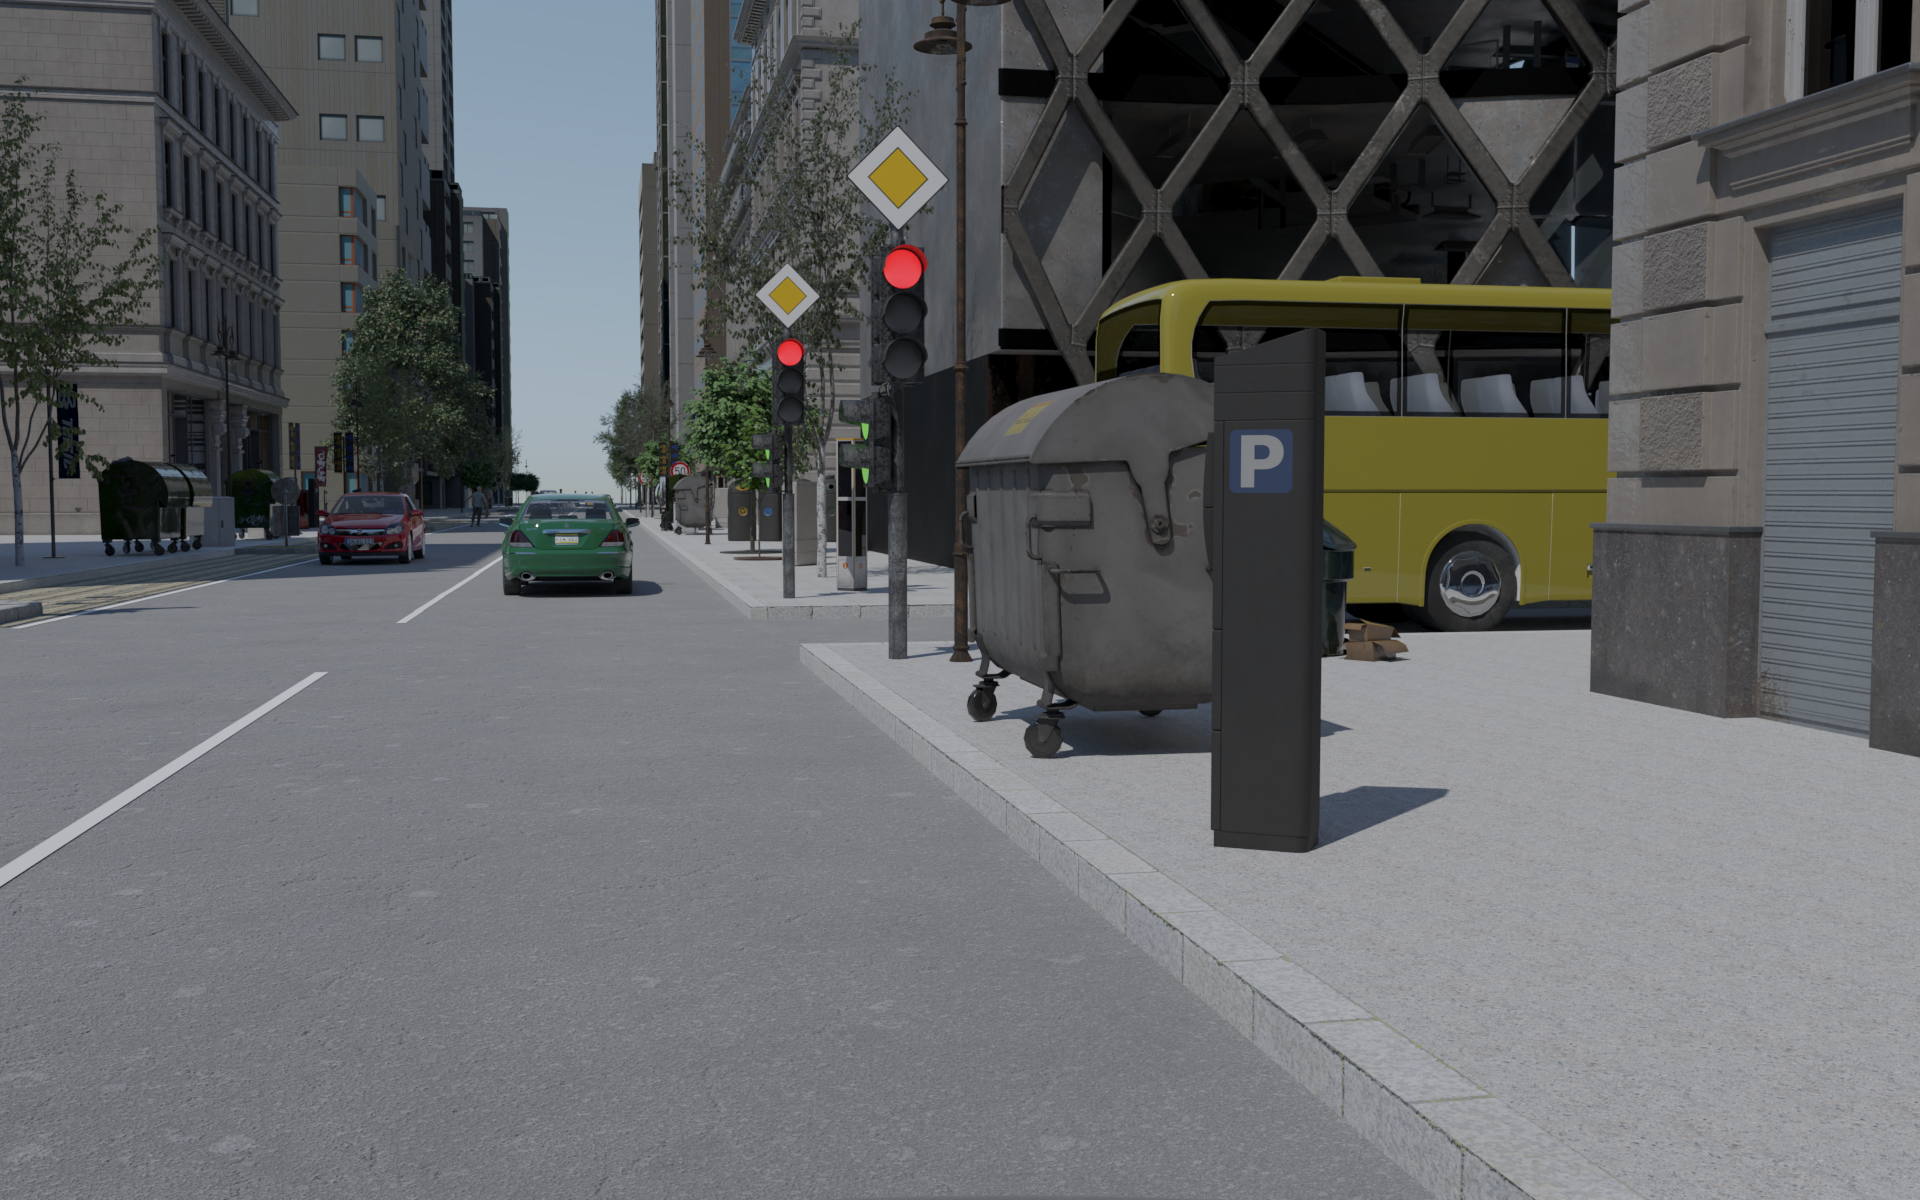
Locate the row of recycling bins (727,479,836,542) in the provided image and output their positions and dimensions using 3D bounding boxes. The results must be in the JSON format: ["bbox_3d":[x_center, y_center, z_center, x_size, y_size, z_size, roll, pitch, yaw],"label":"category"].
[{"bbox_3d":[-4.681,-2.431,46.853,3.534,1.692,1.069,1,4,20],"label":"row of recycling bins"}]

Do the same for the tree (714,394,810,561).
[{"bbox_3d":[-4.035,-2.395,33.757,1.663,3.219,1.824,0,3,0],"label":"tree"}]

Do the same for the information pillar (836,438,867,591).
[{"bbox_3d":[-1.435,-1.130,22.965,0.304,2.012,0.304,2,4,34],"label":"information pillar"}]

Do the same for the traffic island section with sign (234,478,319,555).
[{"bbox_3d":[-16.282,-2.028,41.784,1.989,1.847,2.006,-1,4,-12],"label":"traffic island section with sign"}]

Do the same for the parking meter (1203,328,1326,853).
[{"bbox_3d":[1.103,-0.036,6.301,0.399,1.863,0.255,1,4,23],"label":"parking meter"}]

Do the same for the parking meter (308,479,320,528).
[{"bbox_3d":[-24.585,-3.681,65.901,0.255,1.863,0.399,1,4,11],"label":"parking meter"}]

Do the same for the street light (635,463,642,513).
[{"bbox_3d":[-22.027,-8.964,119.350,0.468,5.910,1.993,-1,4,-12],"label":"street light"}]

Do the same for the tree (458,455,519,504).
[{"bbox_3d":[-38.280,-9.394,137.312,4.285,4.588,4.351,0,3,0],"label":"tree"}]

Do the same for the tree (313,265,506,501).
[{"bbox_3d":[-27.700,-10.401,87.064,9.611,12.733,9.660,0,3,0],"label":"tree"}]

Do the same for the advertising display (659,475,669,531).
[{"bbox_3d":[-10.234,-3.347,59.945,0.123,1.923,0.974,-1,4,-22],"label":"advertising display"}]

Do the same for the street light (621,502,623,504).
[{"bbox_3d":[-38.548,-13.881,199.735,0.468,5.910,1.993,-1,4,-12],"label":"street light"}]

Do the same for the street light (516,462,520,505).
[{"bbox_3d":[-51.391,-13.985,201.442,0.468,5.910,1.993,-1,4,-12],"label":"street light"}]

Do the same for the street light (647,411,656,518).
[{"bbox_3d":[-16.836,-7.446,94.538,0.468,5.910,1.993,-1,4,-12],"label":"street light"}]

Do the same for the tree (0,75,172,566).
[{"bbox_3d":[-16.605,-4.912,30.668,4.737,8.622,4.395,0,3,0],"label":"tree"}]

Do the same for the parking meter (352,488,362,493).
[{"bbox_3d":[-25.090,-3.894,72.075,0.372,1.533,0.369,0,3,0],"label":"parking meter"}]

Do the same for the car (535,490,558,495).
[{"bbox_3d":[-36.931,-8.970,155.334,2.281,1.827,5.304,-1,4,-13],"label":"car"}]

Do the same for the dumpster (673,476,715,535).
[{"bbox_3d":[-8.402,-2.997,54.767,1.264,1.857,1.865,-1,4,-12],"label":"dumpster"}]

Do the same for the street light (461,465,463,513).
[{"bbox_3d":[-34.298,-8.948,119.081,0.468,5.910,1.993,-1,4,-12],"label":"street light"}]

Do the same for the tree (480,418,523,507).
[{"bbox_3d":[-44.789,-13.300,167.819,4.360,8.622,3.978,0,3,0],"label":"tree"}]

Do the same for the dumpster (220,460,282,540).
[{"bbox_3d":[-19.835,-2.827,48.709,1.502,2.255,1.985,-1,4,-12],"label":"dumpster"}]

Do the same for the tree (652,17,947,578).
[{"bbox_3d":[-2.365,-4.650,26.390,4.360,8.622,3.978,0,3,0],"label":"tree"}]

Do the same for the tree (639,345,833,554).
[{"bbox_3d":[-4.483,-3.291,37.514,4.285,4.588,4.351,0,3,0],"label":"tree"}]

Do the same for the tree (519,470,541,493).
[{"bbox_3d":[-56.176,-14.382,218.862,4.285,4.588,4.351,0,3,0],"label":"tree"}]

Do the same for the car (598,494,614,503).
[{"bbox_3d":[-32.296,-8.985,156.694,2.009,1.686,4.222,-1,4,-14],"label":"car"}]

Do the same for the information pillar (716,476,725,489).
[{"bbox_3d":[-9.751,-4.038,70.516,0.304,2.012,0.304,-1,4,-16],"label":"information pillar"}]

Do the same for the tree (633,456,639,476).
[{"bbox_3d":[-15.236,-6.502,90.027,4.285,4.588,4.351,0,3,0],"label":"tree"}]

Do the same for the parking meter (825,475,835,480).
[{"bbox_3d":[-3.986,-2.853,52.356,0.255,1.863,0.399,2,4,35],"label":"parking meter"}]

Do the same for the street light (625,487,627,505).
[{"bbox_3d":[-32.226,-12.011,169.166,0.468,5.910,1.993,-1,4,-12],"label":"street light"}]

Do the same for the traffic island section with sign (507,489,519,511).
[{"bbox_3d":[-37.371,-8.259,143.669,1.989,1.847,2.006,-1,4,-12],"label":"traffic island section with sign"}]

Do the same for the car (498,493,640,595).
[{"bbox_3d":[-5.882,-0.874,26.082,2.131,1.459,4.920,-1,4,-12],"label":"car"}]

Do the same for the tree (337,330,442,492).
[{"bbox_3d":[-26.016,-7.838,78.513,4.737,8.622,4.395,0,3,0],"label":"tree"}]

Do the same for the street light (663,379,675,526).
[{"bbox_3d":[-11.657,-5.916,69.522,0.468,5.910,1.993,-1,4,-12],"label":"street light"}]

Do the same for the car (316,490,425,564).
[{"bbox_3d":[-12.463,-1.698,36.799,2.155,1.783,4.494,-1,4,-11],"label":"car"}]

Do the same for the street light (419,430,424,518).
[{"bbox_3d":[-29.224,-7.414,94.014,0.468,5.910,1.993,-1,4,-12],"label":"street light"}]

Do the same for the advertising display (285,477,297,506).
[{"bbox_3d":[-25.712,-3.754,66.589,0.123,1.923,0.974,0,4,1],"label":"advertising display"}]

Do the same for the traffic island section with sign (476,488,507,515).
[{"bbox_3d":[-31.911,-6.645,117.271,1.989,1.847,2.006,-1,4,-12],"label":"traffic island section with sign"}]

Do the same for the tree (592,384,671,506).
[{"bbox_3d":[-33.564,-16.149,181.042,9.611,12.733,9.660,0,3,0],"label":"tree"}]

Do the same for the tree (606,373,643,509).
[{"bbox_3d":[-18.386,-9.286,102.187,4.360,8.622,3.978,0,3,0],"label":"tree"}]

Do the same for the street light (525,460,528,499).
[{"bbox_3d":[-56.874,-15.563,227.242,0.468,5.910,1.993,-1,4,-12],"label":"street light"}]

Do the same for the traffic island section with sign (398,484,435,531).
[{"bbox_3d":[-21.753,-3.642,68.180,1.989,1.847,2.006,-1,4,-12],"label":"traffic island section with sign"}]

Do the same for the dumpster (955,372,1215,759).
[{"bbox_3d":[0.765,-0.206,9.131,1.264,1.857,1.865,-1,4,-12],"label":"dumpster"}]

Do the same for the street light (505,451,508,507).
[{"bbox_3d":[-46.230,-12.450,176.340,0.468,5.910,1.993,-1,4,-12],"label":"street light"}]

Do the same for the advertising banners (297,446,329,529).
[{"bbox_3d":[-23.911,-4.076,62.828,2.074,3.025,0.090,-3,4,-36],"label":"advertising banners"}]

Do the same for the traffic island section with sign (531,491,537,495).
[{"bbox_3d":[-48.576,-11.567,197.741,1.989,1.847,2.006,-1,4,-12],"label":"traffic island section with sign"}]

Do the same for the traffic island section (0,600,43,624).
[{"bbox_3d":[-11.621,0.179,19.355,2.009,0.180,2.903,-1,4,-12],"label":"traffic island section"}]

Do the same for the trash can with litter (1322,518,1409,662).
[{"bbox_3d":[3.037,-0.139,13.652,1.055,1.170,0.624,3,5,45],"label":"trash can with litter"}]
